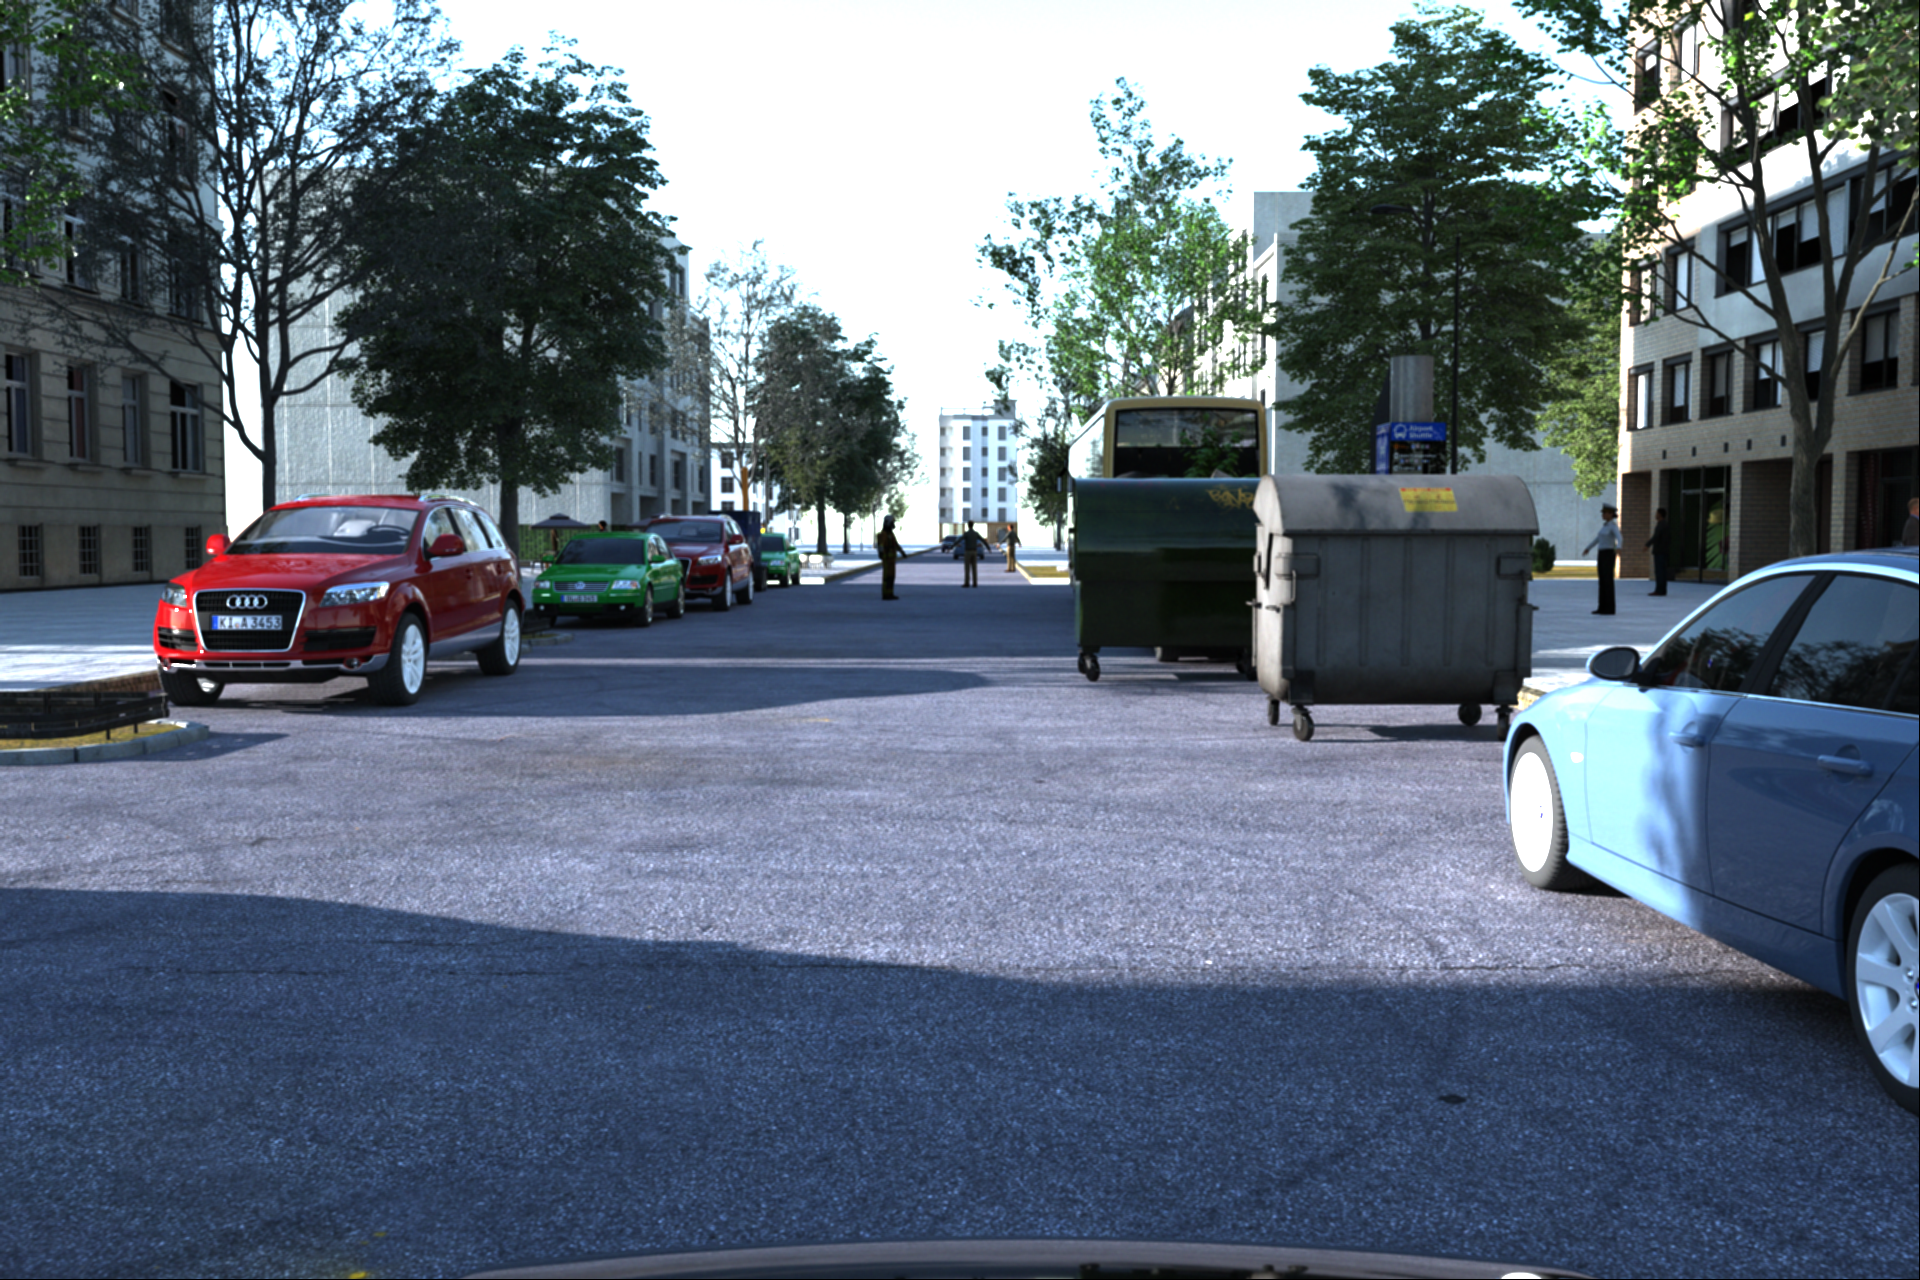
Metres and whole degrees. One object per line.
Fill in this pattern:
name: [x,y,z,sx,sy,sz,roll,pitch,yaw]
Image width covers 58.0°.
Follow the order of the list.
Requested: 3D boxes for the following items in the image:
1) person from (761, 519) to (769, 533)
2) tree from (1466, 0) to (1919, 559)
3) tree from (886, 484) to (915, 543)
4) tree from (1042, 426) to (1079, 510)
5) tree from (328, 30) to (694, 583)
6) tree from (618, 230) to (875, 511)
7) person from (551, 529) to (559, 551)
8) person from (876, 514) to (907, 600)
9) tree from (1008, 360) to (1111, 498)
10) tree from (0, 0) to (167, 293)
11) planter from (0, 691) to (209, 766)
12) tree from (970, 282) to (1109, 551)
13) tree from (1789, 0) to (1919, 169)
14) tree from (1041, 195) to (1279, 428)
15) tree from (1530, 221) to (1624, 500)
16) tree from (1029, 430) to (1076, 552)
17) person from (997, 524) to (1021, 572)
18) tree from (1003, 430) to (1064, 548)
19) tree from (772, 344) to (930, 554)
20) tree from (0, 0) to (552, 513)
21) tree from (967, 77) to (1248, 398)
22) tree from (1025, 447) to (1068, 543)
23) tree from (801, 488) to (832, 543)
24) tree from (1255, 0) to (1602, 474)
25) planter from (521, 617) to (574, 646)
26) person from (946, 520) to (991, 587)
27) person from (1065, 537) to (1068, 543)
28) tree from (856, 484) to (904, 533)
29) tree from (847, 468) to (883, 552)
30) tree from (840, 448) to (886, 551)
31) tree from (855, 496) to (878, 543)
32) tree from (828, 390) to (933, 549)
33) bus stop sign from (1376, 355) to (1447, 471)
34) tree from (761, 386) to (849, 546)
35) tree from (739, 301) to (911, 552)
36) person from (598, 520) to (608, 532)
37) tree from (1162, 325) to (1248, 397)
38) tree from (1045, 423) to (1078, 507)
person: [-6.305,-3.051,56.351,0.721,1.772,1.216,-3,5,-44]
tree: [9.780,-5.747,19.727,9.928,11.665,9.643,0,3,0]
tree: [-8.523,-18.171,247.454,4.737,8.622,4.395,0,3,0]
tree: [7.502,-10.074,115.067,4.737,8.622,4.395,0,3,0]
tree: [-11.851,-8.450,44.813,9.857,13.997,8.962,0,3,0]
tree: [-8.751,-9.808,70.726,12.009,13.543,11.850,0,3,0]
person: [-18.294,-4.418,78.371,0.704,1.812,1.346,-1,4,-20]
person: [-1.526,-1.805,37.735,0.705,1.858,1.354,1,4,21]
tree: [7.002,-9.625,91.783,8.767,10.594,7.601,-2,4,-32]
tree: [-12.367,-5.674,18.522,9.928,11.665,9.643,0,3,0]
planter: [-6.274,0.578,11.687,1.991,0.319,1.994,0,4,1]
tree: [7.128,-16.950,133.021,12.611,20.169,13.585,0,3,0]
tree: [9.374,-6.329,10.129,9.857,13.997,8.962,0,3,0]
tree: [6.107,-7.796,53.219,9.928,11.665,9.643,0,3,0]
tree: [24.067,-8.828,62.468,7.486,12.596,7.792,0,3,0]
tree: [7.196,-10.525,122.444,4.737,8.622,4.395,0,3,0]
person: [1.903,-3.457,65.245,0.705,1.796,1.348,3,5,42]
tree: [8.237,-13.457,154.437,7.601,10.594,8.767,3,5,42]
tree: [-7.565,-12.390,112.943,12.009,13.543,11.850,0,3,0]
tree: [-12.415,-7.352,30.580,12.009,13.543,11.850,0,3,0]
tree: [6.367,-13.392,74.845,12.611,20.169,13.585,0,3,0]
tree: [14.052,-20.472,241.364,9.857,13.997,8.962,0,3,0]
tree: [-22.569,-20.450,244.720,12.009,13.543,11.850,0,3,0]
tree: [10.206,-7.283,37.198,7.486,12.596,7.792,0,3,0]
planter: [-6.203,-0.105,22.858,1.991,0.319,1.994,0,4,1]
person: [0.275,-2.320,46.662,1.348,1.796,0.705,-2,4,-27]
person: [4.653,-3.726,66.774,1.347,1.847,0.705,1,4,21]
tree: [-11.139,-18.730,240.652,7.601,10.594,8.767,0,4,1]
tree: [-7.664,-10.564,123.080,4.737,8.622,4.395,0,3,0]
tree: [-7.543,-11.121,132.190,4.737,8.622,4.395,0,3,0]
tree: [-12.927,-18.173,247.497,4.360,8.622,3.978,0,3,0]
tree: [-7.332,-14.541,148.117,12.009,13.543,11.850,0,3,0]
bus stop sign: [6.718,-2.252,25.841,0.837,3.901,0.837,0,4,0]
tree: [-8.197,-8.112,83.000,4.360,8.622,3.978,0,3,0]
tree: [-7.539,-11.473,94.242,9.857,13.997,8.962,0,3,0]
person: [-14.376,-3.878,69.543,0.704,1.843,1.345,2,4,24]
tree: [8.828,-6.758,60.851,4.360,8.622,3.978,0,3,0]
tree: [7.304,-9.711,109.133,4.360,8.622,3.978,0,3,0]
